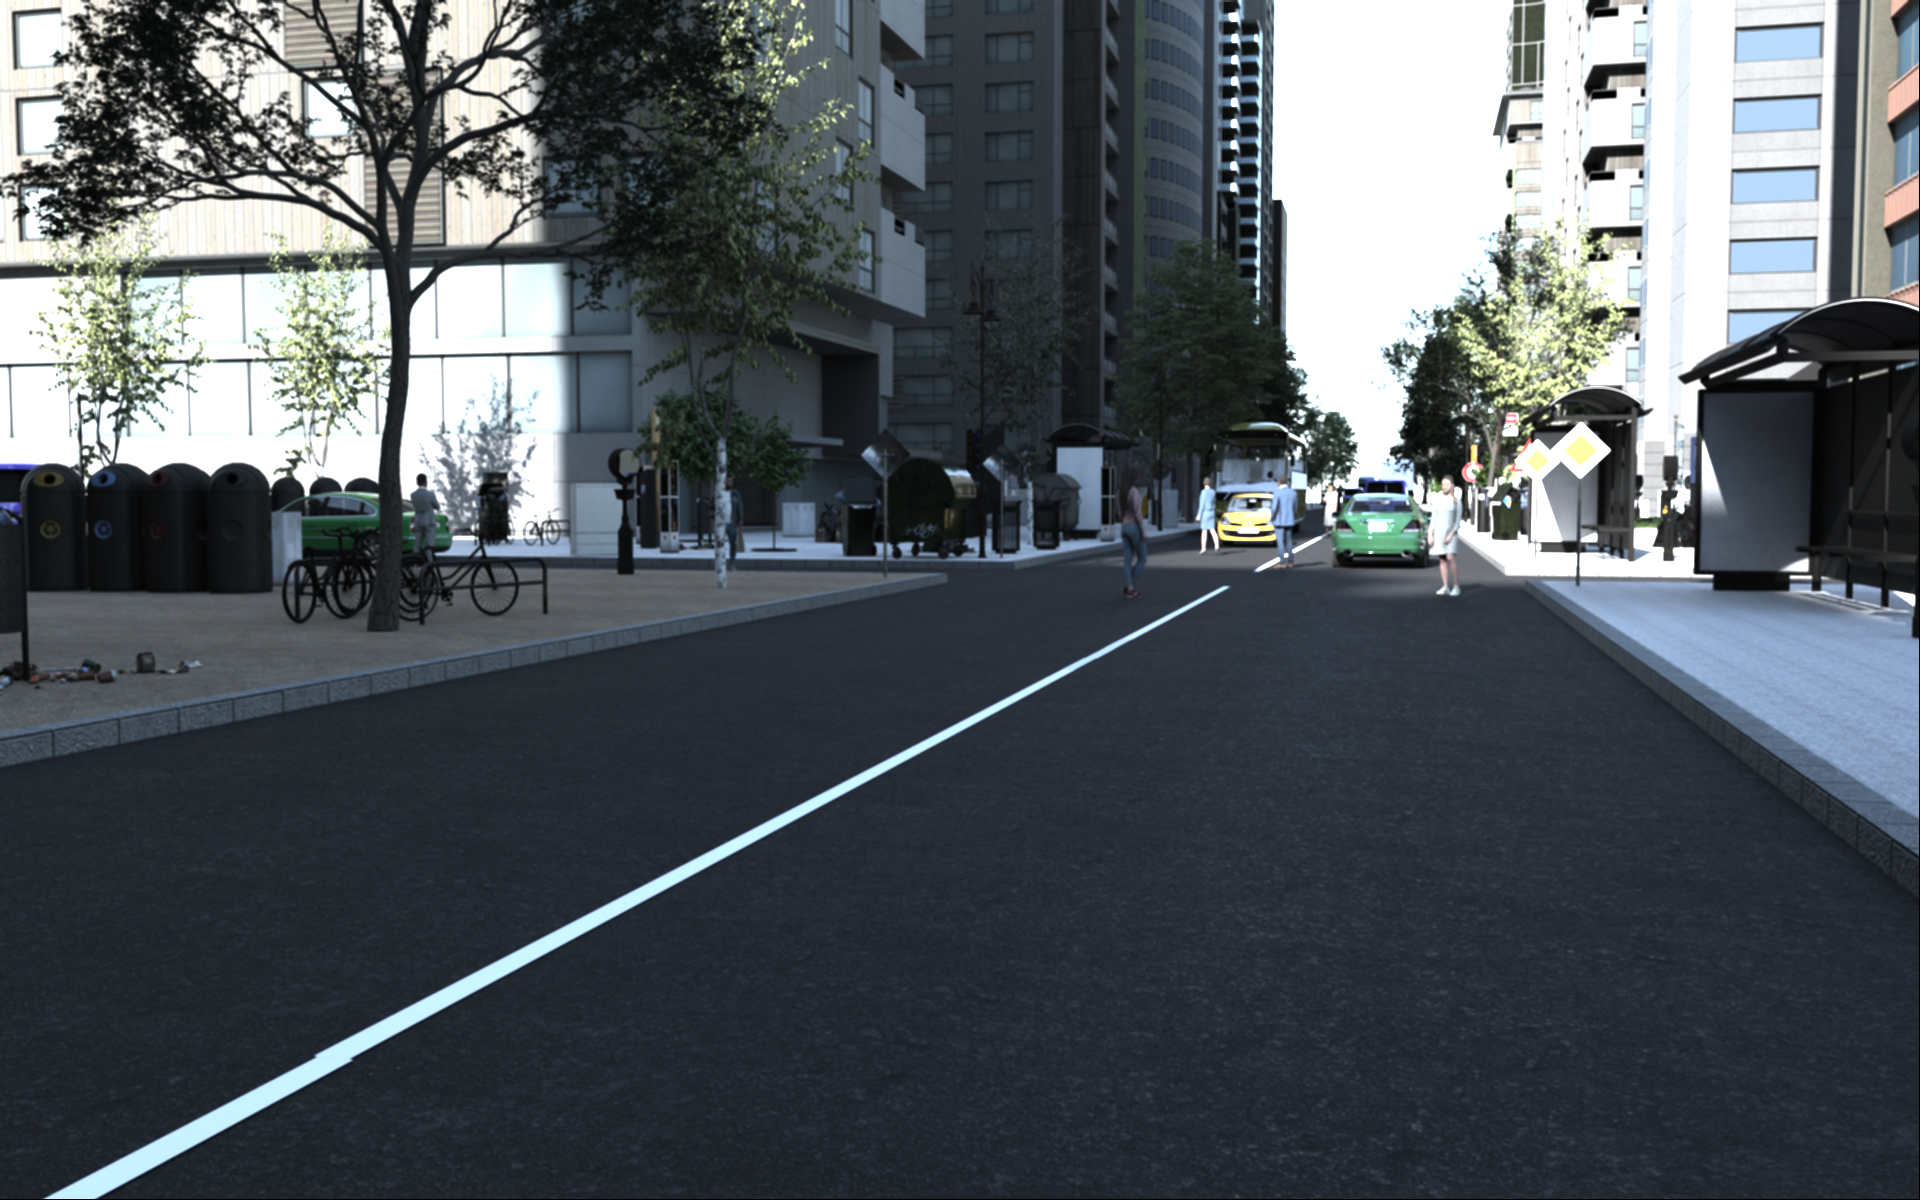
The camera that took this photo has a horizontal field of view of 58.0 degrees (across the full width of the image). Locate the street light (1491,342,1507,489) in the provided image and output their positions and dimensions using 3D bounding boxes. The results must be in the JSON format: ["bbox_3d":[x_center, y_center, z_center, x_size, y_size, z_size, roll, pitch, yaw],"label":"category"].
[{"bbox_3d":[16.382,-4.884,52.649,0.468,5.910,1.993,1,4,14],"label":"street light"}]

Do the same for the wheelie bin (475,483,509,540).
[{"bbox_3d":[-12.985,-2.465,48.215,0.693,1.594,0.980,3,5,43],"label":"wheelie bin"}]

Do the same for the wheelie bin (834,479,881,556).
[{"bbox_3d":[-2.144,-1.714,35.940,0.980,1.594,0.693,-1,4,-19],"label":"wheelie bin"}]

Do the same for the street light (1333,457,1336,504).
[{"bbox_3d":[46.639,-14.832,215.292,0.468,5.910,1.993,1,4,14],"label":"street light"}]

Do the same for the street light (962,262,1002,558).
[{"bbox_3d":[0.447,-3.784,34.655,0.468,5.910,1.993,1,4,14],"label":"street light"}]

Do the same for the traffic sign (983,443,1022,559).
[{"bbox_3d":[0.828,-1.880,34.378,0.795,2.450,0.064,1,4,14],"label":"traffic sign"}]

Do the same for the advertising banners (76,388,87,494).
[{"bbox_3d":[-14.996,-2.042,29.568,0.090,3.025,2.074,-2,4,-25],"label":"advertising banners"}]

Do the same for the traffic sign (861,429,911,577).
[{"bbox_3d":[-1.148,-1.407,26.640,0.795,2.450,0.064,1,4,14],"label":"traffic sign"}]

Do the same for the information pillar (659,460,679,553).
[{"bbox_3d":[-6.329,-2.031,37.695,0.304,2.012,0.304,2,4,33],"label":"information pillar"}]

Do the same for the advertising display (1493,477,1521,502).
[{"bbox_3d":[20.134,-3.580,63.748,0.974,1.923,0.123,0,4,8],"label":"advertising display"}]

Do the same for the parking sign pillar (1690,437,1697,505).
[{"bbox_3d":[25.068,-4.270,58.289,1.447,3.967,1.447,0,4,-1],"label":"parking sign pillar"}]

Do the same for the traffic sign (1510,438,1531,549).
[{"bbox_3d":[13.207,-2.456,40.166,0.884,2.594,0.081,1,4,21],"label":"traffic sign"}]

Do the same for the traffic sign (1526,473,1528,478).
[{"bbox_3d":[22.803,-4.192,68.649,0.768,2.556,0.104,1,4,23],"label":"traffic sign"}]

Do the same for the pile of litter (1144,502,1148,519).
[{"bbox_3d":[9.762,-4.674,90.387,1.719,0.858,1.176,1,4,12],"label":"pile of litter"}]

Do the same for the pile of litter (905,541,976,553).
[{"bbox_3d":[-0.404,-1.485,38.248,1.176,0.858,1.719,-3,4,-38],"label":"pile of litter"}]

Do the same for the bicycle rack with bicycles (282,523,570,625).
[{"bbox_3d":[-5.828,-0.289,18.101,2.852,0.926,2.925,2,4,30],"label":"bicycle rack with bicycles"}]

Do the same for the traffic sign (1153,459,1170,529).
[{"bbox_3d":[7.246,-3.846,62.990,0.768,2.556,0.104,1,4,19],"label":"traffic sign"}]

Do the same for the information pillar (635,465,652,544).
[{"bbox_3d":[-8.105,-2.440,44.393,0.304,2.012,0.304,2,4,29],"label":"information pillar"}]

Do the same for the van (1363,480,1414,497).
[{"bbox_3d":[18.829,-4.403,76.366,2.240,2.365,5.245,1,4,16],"label":"van"}]

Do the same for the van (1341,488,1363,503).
[{"bbox_3d":[37.563,-9.848,165.406,2.240,2.365,5.245,1,4,14],"label":"van"}]

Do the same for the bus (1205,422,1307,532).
[{"bbox_3d":[10.985,-4.356,62.773,2.896,3.916,12.252,1,4,14],"label":"bus"}]

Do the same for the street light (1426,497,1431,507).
[{"bbox_3d":[48.403,-12.539,177.795,0.468,5.910,1.993,1,4,14],"label":"street light"}]

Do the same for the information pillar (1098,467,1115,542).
[{"bbox_3d":[3.982,-2.579,46.658,0.304,2.012,0.304,2,4,29],"label":"information pillar"}]

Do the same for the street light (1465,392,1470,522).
[{"bbox_3d":[22.880,-6.445,78.158,0.468,5.910,1.993,1,4,14],"label":"street light"}]

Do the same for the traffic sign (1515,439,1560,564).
[{"bbox_3d":[10.604,-1.726,31.869,0.795,2.450,0.064,1,4,14],"label":"traffic sign"}]

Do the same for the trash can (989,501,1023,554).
[{"bbox_3d":[0.992,-1.577,37.435,0.748,1.137,0.748,0,3,0],"label":"trash can"}]

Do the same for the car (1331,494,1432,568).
[{"bbox_3d":[8.574,-1.428,35.144,2.131,1.459,4.920,1,4,16],"label":"car"}]

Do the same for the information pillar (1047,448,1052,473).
[{"bbox_3d":[4.558,-5.864,87.225,0.504,3.616,0.183,3,5,41],"label":"information pillar"}]

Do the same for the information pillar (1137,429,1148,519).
[{"bbox_3d":[6.549,-4.336,62.242,0.504,3.616,0.183,-3,5,-43],"label":"information pillar"}]

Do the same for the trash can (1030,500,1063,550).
[{"bbox_3d":[2.005,-1.743,40.144,0.748,1.137,0.748,0,3,0],"label":"trash can"}]

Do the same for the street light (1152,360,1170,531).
[{"bbox_3d":[6.969,-5.341,60.111,0.468,5.910,1.993,1,4,14],"label":"street light"}]

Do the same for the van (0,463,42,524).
[{"bbox_3d":[-20.972,-1.876,35.058,5.245,2.365,2.240,1,4,14],"label":"van"}]

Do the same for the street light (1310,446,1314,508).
[{"bbox_3d":[32.750,-11.513,161.020,0.468,5.910,1.993,1,4,14],"label":"street light"}]

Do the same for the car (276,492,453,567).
[{"bbox_3d":[-12.670,-1.602,34.990,4.718,1.807,1.959,1,4,12],"label":"car"}]

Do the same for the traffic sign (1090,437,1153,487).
[{"bbox_3d":[5.753,-4.161,61.911,2.265,3.308,0.079,1,4,16],"label":"traffic sign"}]

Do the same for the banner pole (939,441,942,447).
[{"bbox_3d":[-1.022,-5.590,81.418,0.401,3.779,0.863,2,4,26],"label":"banner pole"}]

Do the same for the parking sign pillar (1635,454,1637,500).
[{"bbox_3d":[30.915,-5.654,80.910,1.447,3.967,1.447,-3,5,-40],"label":"parking sign pillar"}]

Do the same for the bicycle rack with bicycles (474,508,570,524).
[{"bbox_3d":[-11.236,-1.862,43.822,2.852,0.926,2.925,1,4,11],"label":"bicycle rack with bicycles"}]

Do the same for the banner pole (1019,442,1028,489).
[{"bbox_3d":[3.031,-5.704,83.274,0.863,3.779,0.401,-3,5,-42],"label":"banner pole"}]

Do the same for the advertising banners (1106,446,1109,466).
[{"bbox_3d":[4.612,-3.908,60.079,0.090,3.025,2.074,3,4,37],"label":"advertising banners"}]

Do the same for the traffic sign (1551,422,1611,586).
[{"bbox_3d":[8.628,-1.253,24.131,0.795,2.450,0.064,1,4,14],"label":"traffic sign"}]

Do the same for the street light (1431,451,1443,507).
[{"bbox_3d":[41.820,-10.959,151.968,0.468,5.910,1.993,1,4,14],"label":"street light"}]

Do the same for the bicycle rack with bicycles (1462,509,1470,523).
[{"bbox_3d":[23.433,-3.807,75.630,2.925,0.926,2.852,1,4,11],"label":"bicycle rack with bicycles"}]

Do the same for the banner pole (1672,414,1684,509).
[{"bbox_3d":[22.659,-3.955,54.674,0.863,3.779,0.401,-3,5,-44],"label":"banner pole"}]

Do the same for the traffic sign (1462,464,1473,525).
[{"bbox_3d":[21.061,-4.353,71.281,0.768,2.556,0.104,1,4,16],"label":"traffic sign"}]

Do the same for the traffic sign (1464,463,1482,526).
[{"bbox_3d":[20.823,-4.286,70.182,0.768,2.556,0.104,1,4,19],"label":"traffic sign"}]

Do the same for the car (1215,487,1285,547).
[{"bbox_3d":[8.116,-2.308,47.956,2.015,1.641,3.980,1,4,13],"label":"car"}]

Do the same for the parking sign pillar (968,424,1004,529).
[{"bbox_3d":[0.982,-4.672,64.854,1.447,3.967,1.447,-1,4,-20],"label":"parking sign pillar"}]

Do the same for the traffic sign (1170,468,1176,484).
[{"bbox_3d":[8.243,-4.055,68.426,0.606,2.300,0.079,1,4,19],"label":"traffic sign"}]

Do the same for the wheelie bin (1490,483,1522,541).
[{"bbox_3d":[15.025,-2.431,47.649,0.693,1.594,0.980,-1,4,-10],"label":"wheelie bin"}]

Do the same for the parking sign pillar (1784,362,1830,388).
[{"bbox_3d":[15.957,-2.738,33.240,1.447,3.967,1.447,2,4,35],"label":"parking sign pillar"}]
